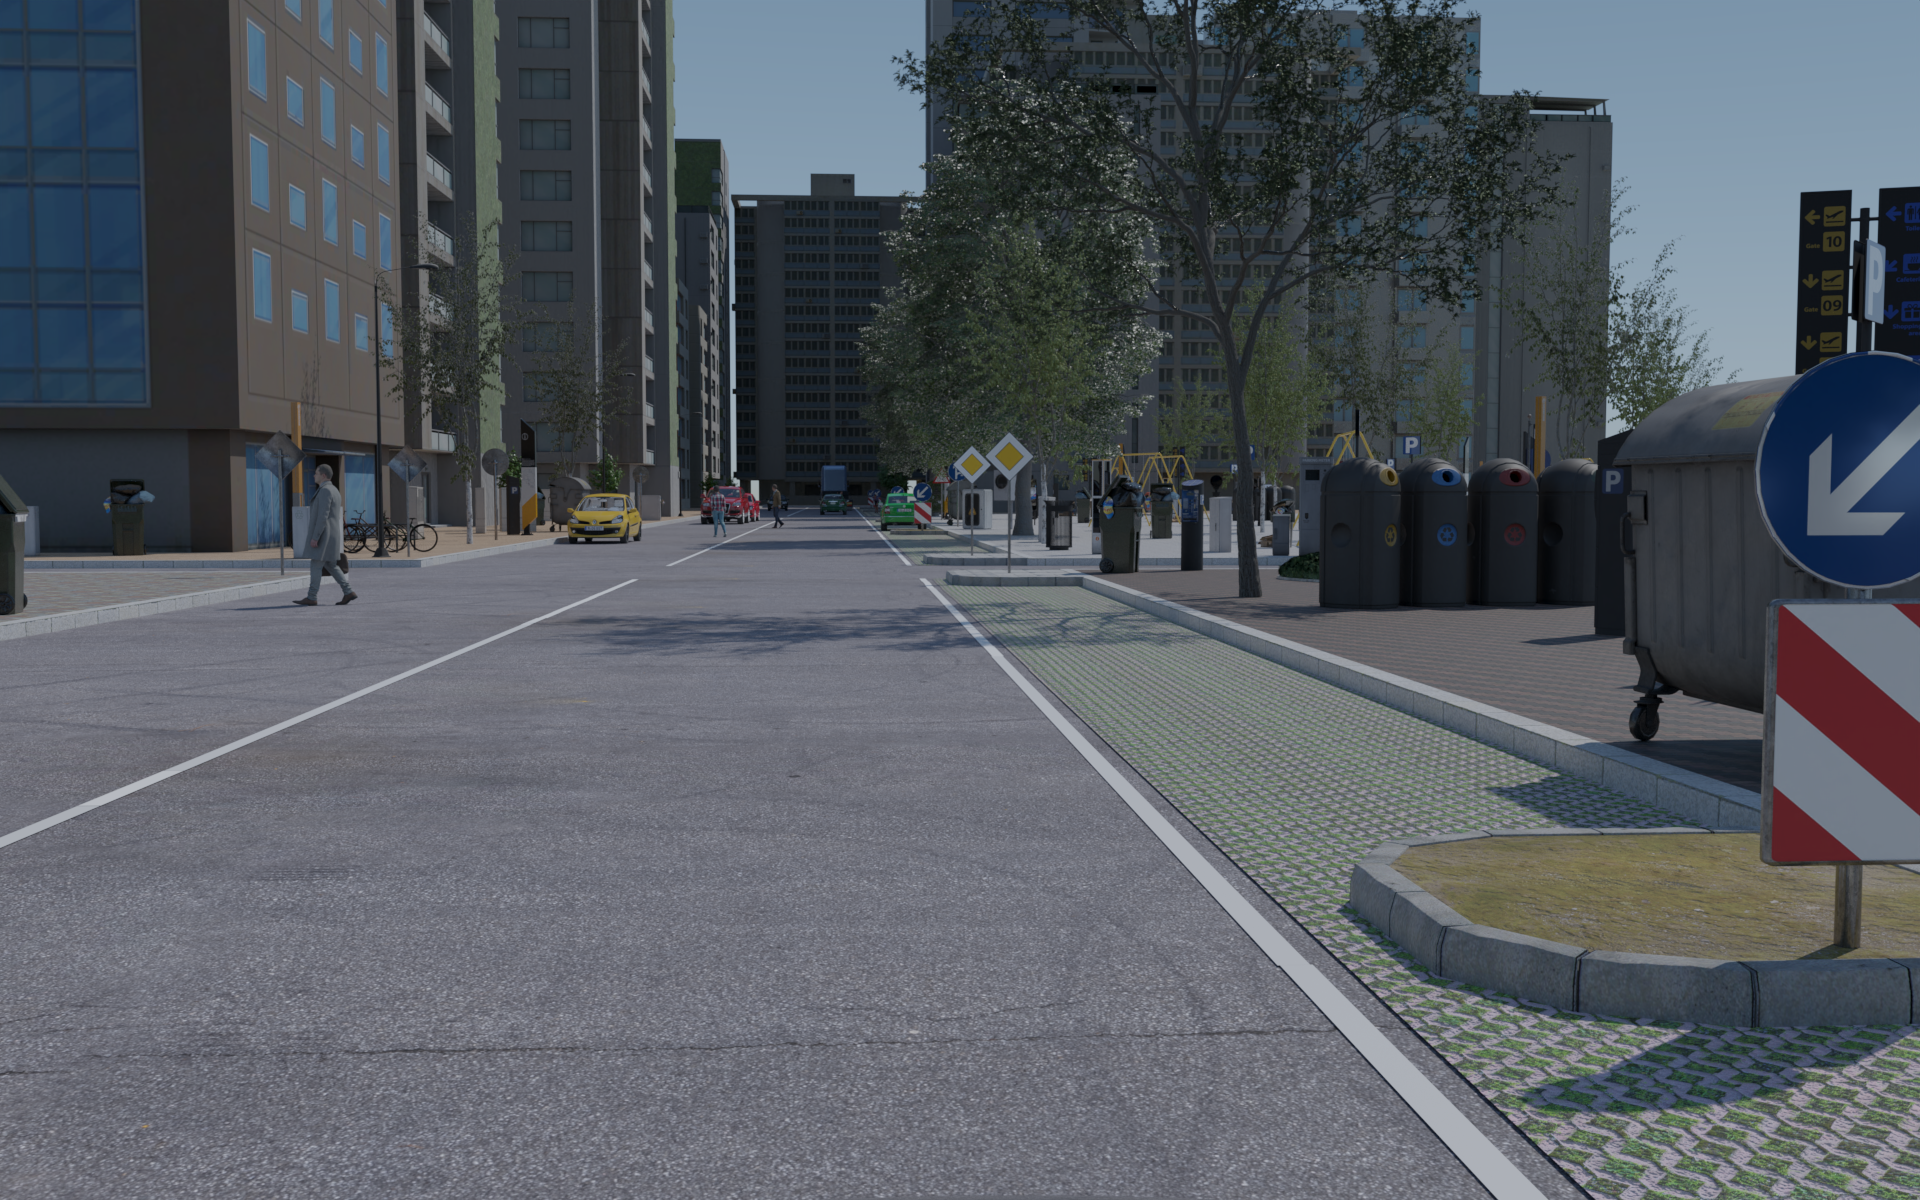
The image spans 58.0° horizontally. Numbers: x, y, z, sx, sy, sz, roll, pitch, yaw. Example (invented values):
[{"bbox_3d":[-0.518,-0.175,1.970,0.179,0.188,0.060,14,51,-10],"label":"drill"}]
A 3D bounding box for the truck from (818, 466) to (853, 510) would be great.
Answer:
[{"bbox_3d":[-11.348,-10.309,158.309,2.967,4.110,18.799,0,4,-6],"label":"truck"}]

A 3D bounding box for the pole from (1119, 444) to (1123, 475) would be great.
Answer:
[{"bbox_3d":[6.486,-4.654,69.933,0.158,3.312,0.155,0,3,0],"label":"pole"}]

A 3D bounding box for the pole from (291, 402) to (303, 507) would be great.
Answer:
[{"bbox_3d":[-14.758,-2.735,38.566,0.158,3.312,0.155,0,3,0],"label":"pole"}]

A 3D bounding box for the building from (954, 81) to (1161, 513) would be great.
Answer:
[{"bbox_3d":[6.424,-21.621,125.207,14.160,30.474,14.107,0,4,-4],"label":"building"}]

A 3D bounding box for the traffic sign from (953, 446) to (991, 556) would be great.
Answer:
[{"bbox_3d":[0.247,-1.977,35.964,0.795,2.450,0.064,0,4,-4],"label":"traffic sign"}]

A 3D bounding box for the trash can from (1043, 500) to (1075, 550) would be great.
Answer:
[{"bbox_3d":[2.268,-1.713,39.655,0.748,1.137,0.748,0,3,0],"label":"trash can"}]

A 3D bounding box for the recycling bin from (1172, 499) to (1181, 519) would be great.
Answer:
[{"bbox_3d":[10.429,-4.375,84.091,0.722,1.027,0.722,0,4,-7],"label":"recycling bin"}]

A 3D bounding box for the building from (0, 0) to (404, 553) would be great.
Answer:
[{"bbox_3d":[-22.962,-24.022,42.873,14.600,45.320,14.200,0,4,-4],"label":"building"}]

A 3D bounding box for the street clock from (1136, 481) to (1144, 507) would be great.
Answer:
[{"bbox_3d":[9.821,-5.504,94.563,0.358,2.002,0.471,-2,4,-31],"label":"street clock"}]

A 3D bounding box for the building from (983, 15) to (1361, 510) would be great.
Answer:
[{"bbox_3d":[14.237,-27.698,144.746,32.217,40.220,23.993,0,4,-4],"label":"building"}]

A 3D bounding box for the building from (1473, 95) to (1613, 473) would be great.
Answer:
[{"bbox_3d":[58.184,-30.433,181.173,14.086,41.232,14.154,0,4,-4],"label":"building"}]

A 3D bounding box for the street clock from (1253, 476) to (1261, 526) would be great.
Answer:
[{"bbox_3d":[12.001,-3.951,69.168,0.358,2.002,0.471,0,4,-2],"label":"street clock"}]

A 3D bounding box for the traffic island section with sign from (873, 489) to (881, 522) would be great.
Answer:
[{"bbox_3d":[-3.305,-4.860,88.096,1.989,1.847,2.006,0,4,-4],"label":"traffic island section with sign"}]

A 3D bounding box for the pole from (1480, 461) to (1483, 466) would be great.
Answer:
[{"bbox_3d":[32.374,-6.962,107.671,0.158,3.312,0.155,0,3,0],"label":"pole"}]

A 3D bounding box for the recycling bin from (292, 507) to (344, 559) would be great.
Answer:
[{"bbox_3d":[-12.842,-1.352,34.651,0.722,1.027,0.722,1,4,11],"label":"recycling bin"}]

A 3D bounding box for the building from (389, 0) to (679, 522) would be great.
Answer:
[{"bbox_3d":[-23.083,-25.078,93.614,14.154,41.232,14.086,0,4,-4],"label":"building"}]

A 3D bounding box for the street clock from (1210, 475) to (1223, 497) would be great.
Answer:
[{"bbox_3d":[9.653,-3.713,65.280,0.471,2.002,0.358,0,4,7],"label":"street clock"}]

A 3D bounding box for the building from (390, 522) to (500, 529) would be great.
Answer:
[{"bbox_3d":[-25.763,-23.325,64.960,14.154,41.232,14.086,0,4,-4],"label":"building"}]

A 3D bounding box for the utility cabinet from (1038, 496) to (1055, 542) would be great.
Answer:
[{"bbox_3d":[2.330,-2.151,46.323,0.306,1.237,1.020,1,4,13],"label":"utility cabinet"}]

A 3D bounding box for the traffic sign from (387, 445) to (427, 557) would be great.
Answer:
[{"bbox_3d":[-11.221,-1.930,35.200,0.795,2.450,0.064,0,4,-4],"label":"traffic sign"}]

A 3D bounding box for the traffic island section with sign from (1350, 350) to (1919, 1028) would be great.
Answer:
[{"bbox_3d":[2.369,0.186,5.580,1.989,1.847,2.006,0,4,-4],"label":"traffic island section with sign"}]

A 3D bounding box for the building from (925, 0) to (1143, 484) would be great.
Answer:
[{"bbox_3d":[7.098,-38.398,169.813,21.231,58.520,28.212,0,4,-4],"label":"building"}]

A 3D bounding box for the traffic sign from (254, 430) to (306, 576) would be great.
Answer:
[{"bbox_3d":[-10.674,-1.443,27.233,0.795,2.450,0.064,0,4,-4],"label":"traffic sign"}]

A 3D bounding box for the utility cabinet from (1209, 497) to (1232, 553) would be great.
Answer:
[{"bbox_3d":[5.770,-1.668,38.430,0.306,1.237,1.020,0,4,-4],"label":"utility cabinet"}]

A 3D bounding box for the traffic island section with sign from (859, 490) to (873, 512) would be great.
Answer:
[{"bbox_3d":[-8.561,-9.540,164.607,1.989,1.847,2.006,0,4,-4],"label":"traffic island section with sign"}]

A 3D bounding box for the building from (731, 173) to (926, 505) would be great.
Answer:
[{"bbox_3d":[-15.608,-31.856,212.723,23.993,40.220,32.217,0,4,-4],"label":"building"}]

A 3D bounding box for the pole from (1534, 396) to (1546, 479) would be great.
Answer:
[{"bbox_3d":[12.118,-2.592,36.223,0.158,3.312,0.155,0,3,0],"label":"pole"}]

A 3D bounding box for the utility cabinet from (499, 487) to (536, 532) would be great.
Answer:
[{"bbox_3d":[-14.950,-3.049,58.537,1.173,1.500,0.318,-2,4,-30],"label":"utility cabinet"}]

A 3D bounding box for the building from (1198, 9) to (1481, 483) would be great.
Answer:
[{"bbox_3d":[36.075,-33.953,174.746,30.456,49.044,23.786,0,4,-4],"label":"building"}]

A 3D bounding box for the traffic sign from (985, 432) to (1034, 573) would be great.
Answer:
[{"bbox_3d":[0.795,-1.490,27.998,0.795,2.450,0.064,0,4,-4],"label":"traffic sign"}]

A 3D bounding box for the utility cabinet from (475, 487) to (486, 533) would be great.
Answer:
[{"bbox_3d":[-15.665,-2.929,56.571,0.318,1.500,1.173,-1,4,-13],"label":"utility cabinet"}]

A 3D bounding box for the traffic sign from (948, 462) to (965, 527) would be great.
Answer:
[{"bbox_3d":[-0.082,-4.146,67.895,0.768,2.556,0.104,0,4,5],"label":"traffic sign"}]

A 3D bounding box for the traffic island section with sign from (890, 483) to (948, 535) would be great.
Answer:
[{"bbox_3d":[-1.466,-3.216,61.204,1.989,1.847,2.006,0,4,-4],"label":"traffic island section with sign"}]

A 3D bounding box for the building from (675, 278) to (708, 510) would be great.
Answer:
[{"bbox_3d":[-37.230,-18.786,152.192,27.650,21.520,28.899,0,4,-4],"label":"building"}]

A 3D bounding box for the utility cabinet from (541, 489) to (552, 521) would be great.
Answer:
[{"bbox_3d":[-19.346,-4.399,80.604,1.173,1.500,0.318,-1,4,-16],"label":"utility cabinet"}]

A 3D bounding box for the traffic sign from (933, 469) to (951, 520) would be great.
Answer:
[{"bbox_3d":[-0.899,-5.188,84.829,0.884,2.594,0.081,0,4,1],"label":"traffic sign"}]

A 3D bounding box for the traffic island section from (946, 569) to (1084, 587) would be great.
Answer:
[{"bbox_3d":[0.818,-0.354,28.077,2.009,0.180,2.903,0,4,-4],"label":"traffic island section"}]

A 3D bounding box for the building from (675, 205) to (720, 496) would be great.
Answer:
[{"bbox_3d":[-31.554,-24.655,174.811,14.107,30.474,14.160,0,4,-4],"label":"building"}]

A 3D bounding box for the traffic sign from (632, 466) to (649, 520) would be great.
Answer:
[{"bbox_3d":[-14.612,-4.843,79.282,0.768,2.556,0.104,0,4,-1],"label":"traffic sign"}]

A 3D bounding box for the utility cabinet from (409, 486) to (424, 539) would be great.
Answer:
[{"bbox_3d":[-15.391,-2.465,48.975,0.318,1.500,1.173,-1,4,-9],"label":"utility cabinet"}]

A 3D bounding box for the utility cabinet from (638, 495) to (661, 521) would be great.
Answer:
[{"bbox_3d":[-14.975,-4.429,83.574,1.020,1.237,0.306,0,4,-3],"label":"utility cabinet"}]

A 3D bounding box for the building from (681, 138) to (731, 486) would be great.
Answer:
[{"bbox_3d":[-34.152,-31.710,202.058,14.086,41.232,14.154,0,4,-4],"label":"building"}]

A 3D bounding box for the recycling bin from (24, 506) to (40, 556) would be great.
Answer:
[{"bbox_3d":[-19.498,-1.424,35.837,0.722,1.027,0.722,-1,4,-21],"label":"recycling bin"}]

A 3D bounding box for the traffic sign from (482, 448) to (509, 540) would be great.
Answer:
[{"bbox_3d":[-12.920,-2.939,48.158,0.768,2.556,0.104,0,4,1],"label":"traffic sign"}]

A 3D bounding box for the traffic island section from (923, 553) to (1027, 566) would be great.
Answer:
[{"bbox_3d":[0.270,-0.842,36.043,2.009,0.180,2.903,0,4,-4],"label":"traffic island section"}]
